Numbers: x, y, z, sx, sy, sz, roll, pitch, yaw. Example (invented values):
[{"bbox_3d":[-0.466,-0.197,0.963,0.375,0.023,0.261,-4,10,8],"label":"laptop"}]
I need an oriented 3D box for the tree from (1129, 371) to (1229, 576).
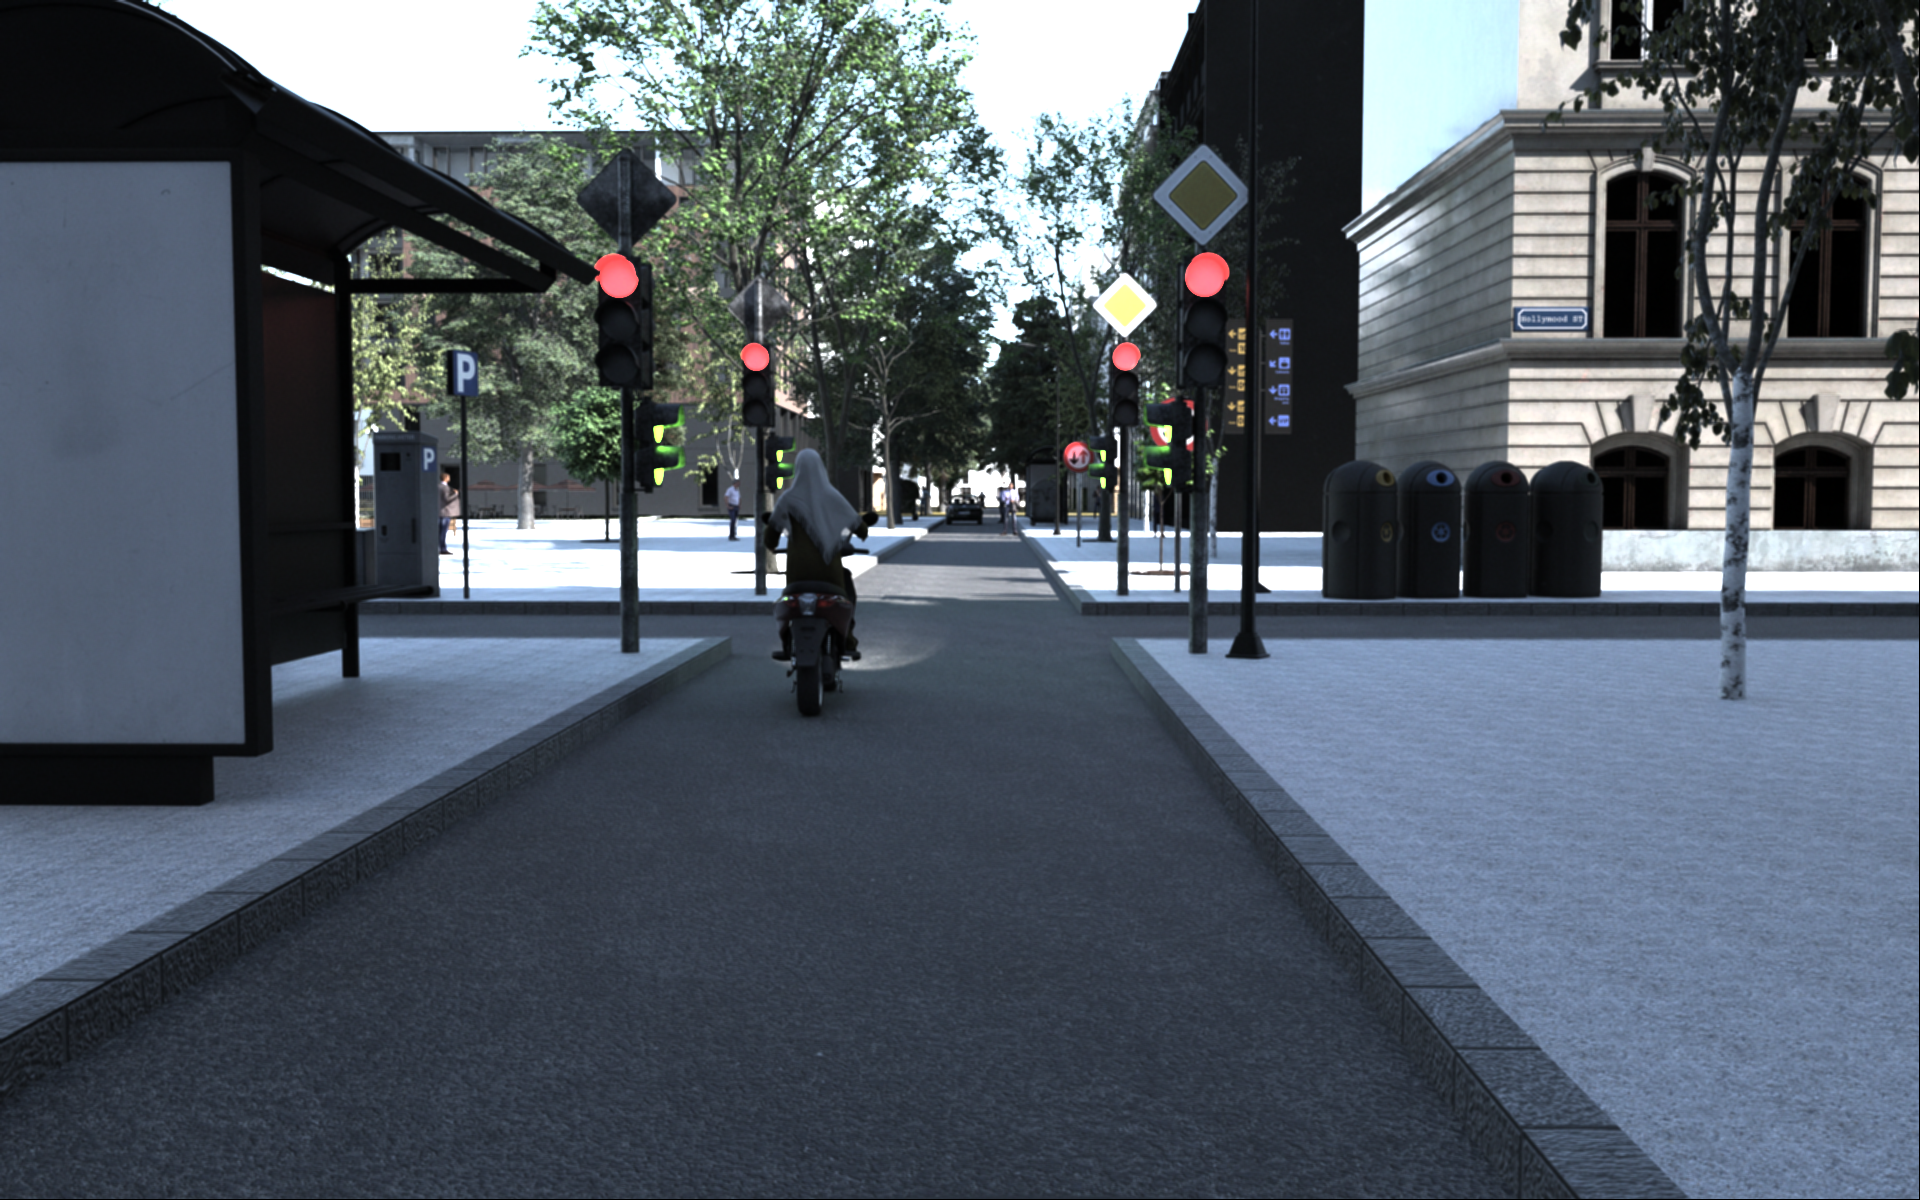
[{"bbox_3d":[3.135,-2.004,27.366,1.663,3.219,1.824,0,3,0],"label":"tree"}]

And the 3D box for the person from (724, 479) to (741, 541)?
[{"bbox_3d":[-6.214,-2.504,47.914,0.436,1.711,0.756,2,4,33],"label":"person"}]

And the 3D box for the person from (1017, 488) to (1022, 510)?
[{"bbox_3d":[4.743,-8.221,141.002,0.434,1.755,0.990,-2,4,-27],"label":"person"}]

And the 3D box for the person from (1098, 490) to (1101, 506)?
[{"bbox_3d":[6.685,-4.450,81.011,0.429,1.552,0.499,2,4,26],"label":"person"}]

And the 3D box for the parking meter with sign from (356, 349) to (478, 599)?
[{"bbox_3d":[-6.849,-1.538,21.413,1.738,3.016,0.543,1,4,17],"label":"parking meter with sign"}]

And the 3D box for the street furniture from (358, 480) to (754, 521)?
[{"bbox_3d":[-23.647,-5.106,88.508,27.439,1.986,14.083,0,4,-3],"label":"street furniture"}]

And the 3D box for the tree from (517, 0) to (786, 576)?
[{"bbox_3d":[-3.254,-6.220,27.454,9.928,11.665,9.643,0,3,0],"label":"tree"}]

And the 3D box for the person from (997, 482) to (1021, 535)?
[{"bbox_3d":[1.750,-3.155,59.955,0.709,1.838,0.599,0,4,-4],"label":"person"}]

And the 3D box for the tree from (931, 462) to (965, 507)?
[{"bbox_3d":[-1.220,-10.552,156.244,4.285,4.588,4.351,0,3,0],"label":"tree"}]

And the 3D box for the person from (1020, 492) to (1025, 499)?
[{"bbox_3d":[5.354,-7.991,137.223,1.217,1.766,0.721,-1,4,-15],"label":"person"}]

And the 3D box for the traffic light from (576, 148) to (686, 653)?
[{"bbox_3d":[-2.659,-1.510,13.931,0.839,4.213,0.868,0,4,1],"label":"traffic light"}]

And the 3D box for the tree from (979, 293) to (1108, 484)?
[{"bbox_3d":[4.606,-10.399,92.075,6.751,12.117,7.091,0,3,0],"label":"tree"}]

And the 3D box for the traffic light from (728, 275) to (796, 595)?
[{"bbox_3d":[-2.517,-1.998,21.915,0.839,4.213,0.868,0,4,1],"label":"traffic light"}]

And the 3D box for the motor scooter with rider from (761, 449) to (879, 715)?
[{"bbox_3d":[-0.940,-0.174,11.812,0.876,1.779,1.986,0,3,0],"label":"motor scooter with rider"}]

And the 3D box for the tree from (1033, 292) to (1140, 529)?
[{"bbox_3d":[4.556,-6.966,64.258,4.737,8.622,4.395,0,3,0],"label":"tree"}]

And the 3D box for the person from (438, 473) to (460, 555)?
[{"bbox_3d":[-10.784,-1.808,36.421,0.431,1.722,0.655,-3,4,-39],"label":"person"}]

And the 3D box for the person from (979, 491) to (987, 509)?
[{"bbox_3d":[2.126,-9.495,164.289,0.990,1.755,0.434,1,4,12],"label":"person"}]

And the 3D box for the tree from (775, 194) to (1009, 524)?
[{"bbox_3d":[-2.856,-10.170,72.938,9.857,13.997,8.962,0,3,0],"label":"tree"}]

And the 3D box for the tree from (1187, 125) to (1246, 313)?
[{"bbox_3d":[3.781,-7.362,46.131,9.928,11.665,9.643,0,3,0],"label":"tree"}]

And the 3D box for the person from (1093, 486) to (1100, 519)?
[{"bbox_3d":[7.248,-5.105,90.331,0.655,1.722,0.431,-1,4,-22],"label":"person"}]

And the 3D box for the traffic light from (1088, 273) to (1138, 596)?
[{"bbox_3d":[2.044,-1.994,21.850,0.839,4.213,0.868,0,4,1],"label":"traffic light"}]

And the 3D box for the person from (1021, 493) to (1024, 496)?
[{"bbox_3d":[6.298,-9.623,163.345,1.348,1.831,0.705,2,4,25],"label":"person"}]

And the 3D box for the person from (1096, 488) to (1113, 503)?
[{"bbox_3d":[5.156,-3.317,61.735,0.517,1.644,0.566,-2,4,-31],"label":"person"}]

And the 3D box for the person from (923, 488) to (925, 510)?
[{"bbox_3d":[-2.867,-8.169,139.611,0.705,1.822,1.348,0,4,2],"label":"person"}]

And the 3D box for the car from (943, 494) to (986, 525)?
[{"bbox_3d":[0.211,-4.429,82.197,2.009,1.686,4.222,0,4,0],"label":"car"}]

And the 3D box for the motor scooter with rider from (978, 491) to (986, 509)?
[{"bbox_3d":[1.999,-9.014,156.340,0.876,1.779,1.986,0,4,2],"label":"motor scooter with rider"}]

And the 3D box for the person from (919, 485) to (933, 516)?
[{"bbox_3d":[-2.160,-5.802,100.996,1.350,1.814,0.705,2,4,24],"label":"person"}]

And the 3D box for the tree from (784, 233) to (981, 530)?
[{"bbox_3d":[-2.826,-7.816,62.208,7.601,10.594,8.767,0,4,-5],"label":"tree"}]

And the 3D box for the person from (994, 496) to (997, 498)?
[{"bbox_3d":[1.962,-4.724,85.611,0.599,1.838,0.709,-2,4,-26],"label":"person"}]

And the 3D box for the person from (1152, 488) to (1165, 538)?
[{"bbox_3d":[5.882,-2.598,51.062,0.480,1.512,0.613,-3,4,-36],"label":"person"}]

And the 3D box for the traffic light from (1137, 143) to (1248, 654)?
[{"bbox_3d":[1.902,-1.506,13.866,0.839,4.213,0.868,0,4,1],"label":"traffic light"}]
